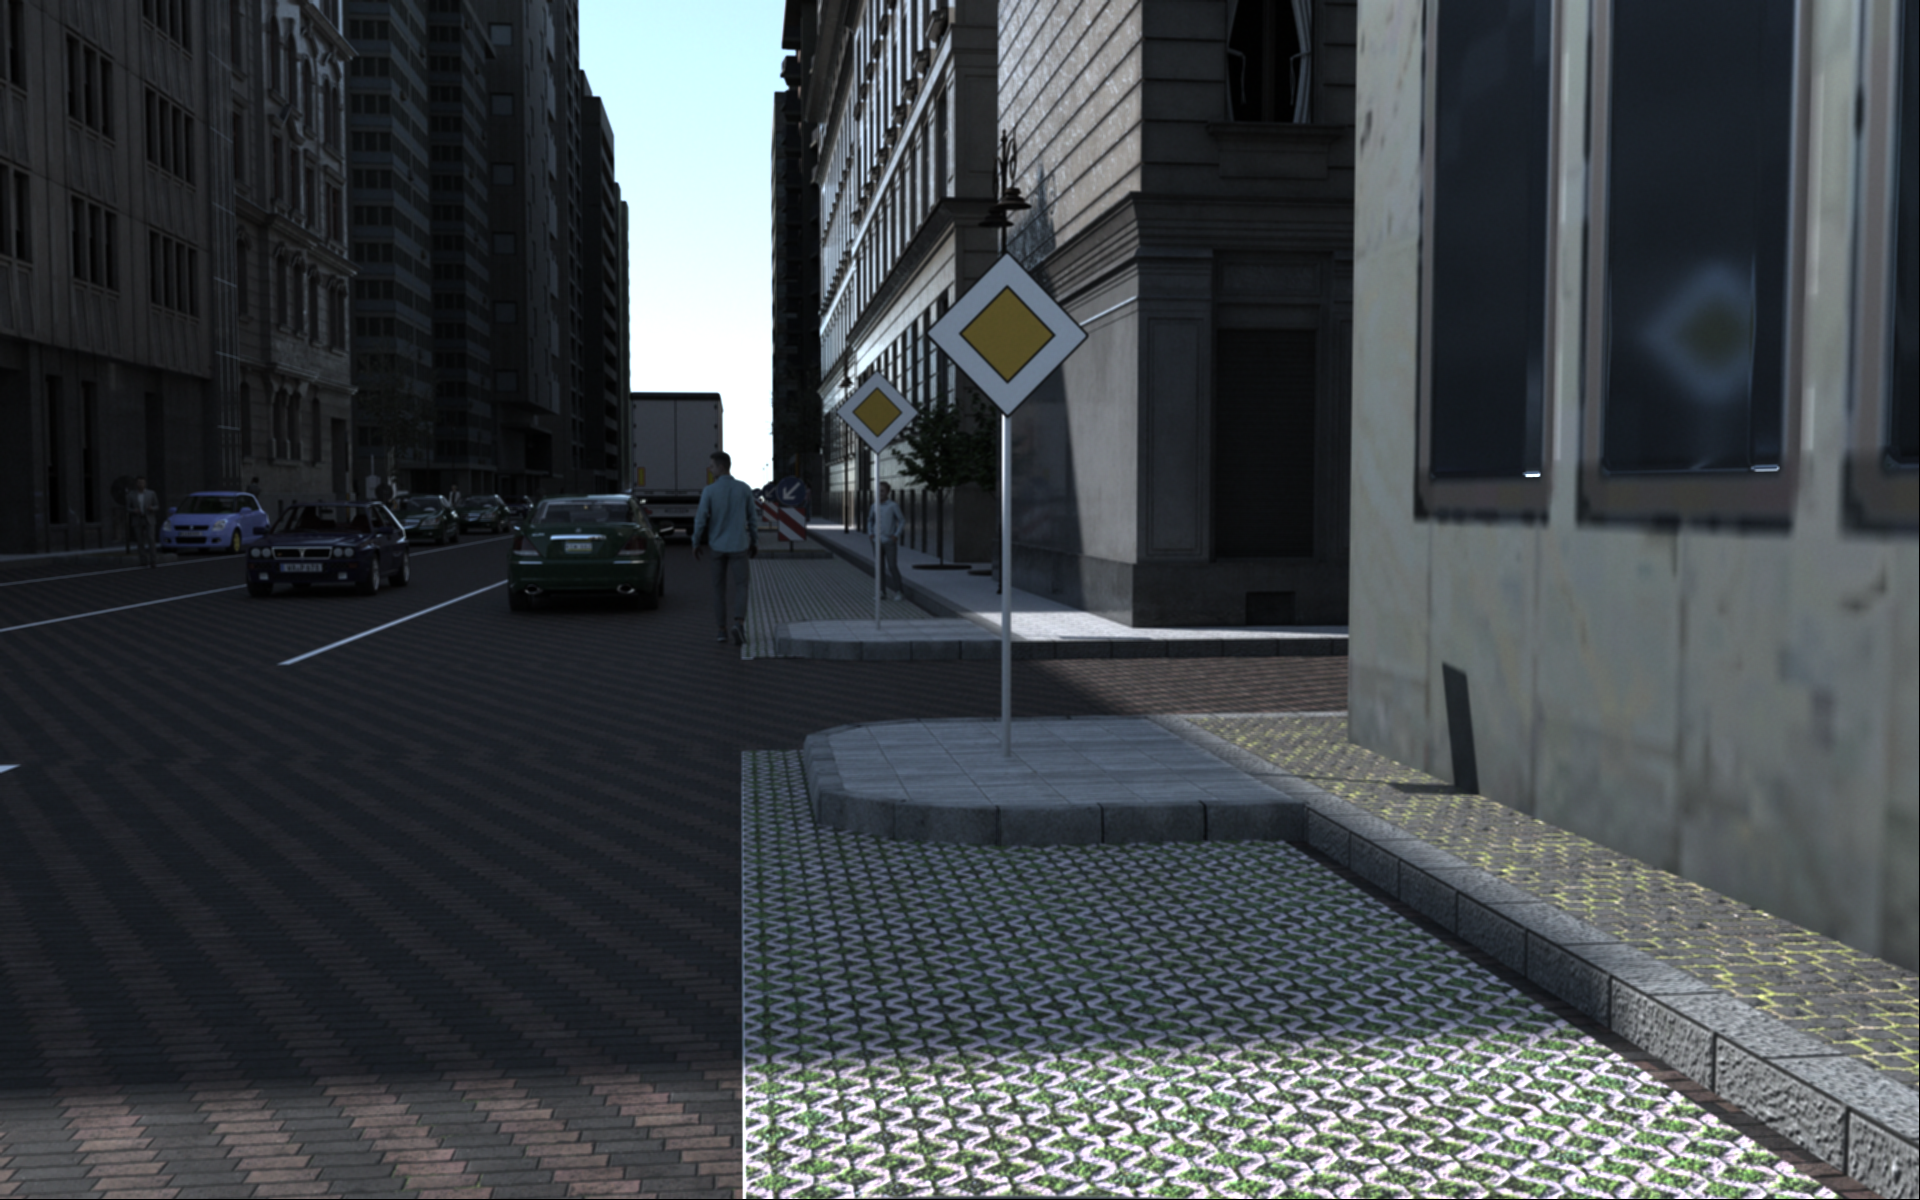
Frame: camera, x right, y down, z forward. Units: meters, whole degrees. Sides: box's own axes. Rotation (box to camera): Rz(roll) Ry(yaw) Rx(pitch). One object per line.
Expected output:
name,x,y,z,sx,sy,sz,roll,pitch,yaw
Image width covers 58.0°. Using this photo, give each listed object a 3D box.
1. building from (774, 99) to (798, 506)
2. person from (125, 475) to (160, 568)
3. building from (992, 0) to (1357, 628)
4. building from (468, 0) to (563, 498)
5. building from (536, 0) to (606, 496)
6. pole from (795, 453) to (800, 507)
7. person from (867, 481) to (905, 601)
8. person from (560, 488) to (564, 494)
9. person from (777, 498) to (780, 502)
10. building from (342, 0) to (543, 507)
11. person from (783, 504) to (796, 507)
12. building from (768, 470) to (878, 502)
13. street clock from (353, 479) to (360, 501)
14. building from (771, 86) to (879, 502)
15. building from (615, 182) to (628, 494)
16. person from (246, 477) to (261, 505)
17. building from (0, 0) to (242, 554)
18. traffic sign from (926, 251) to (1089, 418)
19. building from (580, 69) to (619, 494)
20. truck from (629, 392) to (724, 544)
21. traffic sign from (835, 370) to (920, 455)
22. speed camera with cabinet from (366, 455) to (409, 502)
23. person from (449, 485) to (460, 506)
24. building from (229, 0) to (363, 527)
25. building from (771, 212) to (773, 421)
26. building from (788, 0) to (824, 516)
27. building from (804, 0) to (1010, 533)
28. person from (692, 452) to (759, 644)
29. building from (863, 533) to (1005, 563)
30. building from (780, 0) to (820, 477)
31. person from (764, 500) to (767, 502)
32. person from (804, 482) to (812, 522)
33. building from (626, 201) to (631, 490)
building,-12.555,-30.571,183.432,14.154,41.232,14.086,0,4,-7
person,-15.896,-1.528,33.684,0.606,1.804,0.583,-2,4,-23
building,9.914,-10.554,21.711,18.267,20.994,9.793,0,4,-7
building,-49.205,-34.161,147.777,28.713,52.752,27.495,0,4,-7
building,-47.814,-45.325,179.312,20.563,71.187,20.611,0,4,-7
pole,-8.054,-5.633,85.937,0.158,3.312,0.155,0,3,0
person,-1.014,-0.792,23.254,0.589,1.601,0.330,2,4,33
person,-34.293,-8.770,149.460,0.705,1.821,1.348,-1,4,-12
person,-14.138,-7.713,135.378,0.599,1.433,0.991,0,4,-1
building,-46.816,-26.333,122.418,32.217,40.220,23.993,0,4,-7
person,-5.136,-2.686,52.390,0.580,1.828,0.573,1,4,18
building,-10.363,-33.471,239.136,32.217,40.220,23.993,0,4,-7
street clock,-29.625,-4.920,85.007,0.358,2.002,0.471,-1,4,-10
building,-10.947,-35.331,201.363,21.300,48.544,21.600,0,4,-7
building,-50.393,-32.799,219.863,14.154,41.232,14.086,0,4,-7
person,-21.416,-2.821,52.347,0.473,1.802,0.592,3,5,40
building,-25.780,-13.548,39.533,12.078,24.808,19.932,0,4,-7
traffic sign,0.247,-0.378,8.377,0.795,2.593,0.064,0,4,-7
building,-51.478,-35.312,201.050,21.300,48.544,21.600,0,4,-7
truck,-8.512,-3.928,53.132,2.839,4.237,11.283,0,4,-7
traffic sign,-0.755,-0.863,16.299,0.795,2.593,0.064,0,4,-7
speed camera with cabinet,-29.145,-5.740,88.183,2.038,3.252,0.660,-1,4,-15
person,-23.296,-4.371,79.837,0.514,1.842,0.818,-1,4,-19
building,-30.348,-16.717,60.718,14.401,28.519,23.554,0,4,-7
building,-16.693,-34.779,218.745,14.600,45.320,14.200,0,4,-7
building,-1.988,-42.151,127.420,20.563,71.187,20.611,0,4,-7
building,1.810,-14.862,76.279,16.112,22.955,30.059,0,4,-7
person,-2.265,-0.509,16.678,0.638,1.841,0.748,0,4,-4
building,5.307,-13.039,46.478,16.112,22.955,30.059,0,4,-7
building,-4.511,-30.469,152.798,22.147,44.769,28.867,0,4,-7
person,-24.569,-13.014,219.379,0.434,1.755,0.990,1,4,13
person,-7.091,-4.549,80.428,0.388,1.821,0.555,-2,4,-29
building,-52.050,-33.655,233.856,14.154,41.232,14.086,0,4,-7
